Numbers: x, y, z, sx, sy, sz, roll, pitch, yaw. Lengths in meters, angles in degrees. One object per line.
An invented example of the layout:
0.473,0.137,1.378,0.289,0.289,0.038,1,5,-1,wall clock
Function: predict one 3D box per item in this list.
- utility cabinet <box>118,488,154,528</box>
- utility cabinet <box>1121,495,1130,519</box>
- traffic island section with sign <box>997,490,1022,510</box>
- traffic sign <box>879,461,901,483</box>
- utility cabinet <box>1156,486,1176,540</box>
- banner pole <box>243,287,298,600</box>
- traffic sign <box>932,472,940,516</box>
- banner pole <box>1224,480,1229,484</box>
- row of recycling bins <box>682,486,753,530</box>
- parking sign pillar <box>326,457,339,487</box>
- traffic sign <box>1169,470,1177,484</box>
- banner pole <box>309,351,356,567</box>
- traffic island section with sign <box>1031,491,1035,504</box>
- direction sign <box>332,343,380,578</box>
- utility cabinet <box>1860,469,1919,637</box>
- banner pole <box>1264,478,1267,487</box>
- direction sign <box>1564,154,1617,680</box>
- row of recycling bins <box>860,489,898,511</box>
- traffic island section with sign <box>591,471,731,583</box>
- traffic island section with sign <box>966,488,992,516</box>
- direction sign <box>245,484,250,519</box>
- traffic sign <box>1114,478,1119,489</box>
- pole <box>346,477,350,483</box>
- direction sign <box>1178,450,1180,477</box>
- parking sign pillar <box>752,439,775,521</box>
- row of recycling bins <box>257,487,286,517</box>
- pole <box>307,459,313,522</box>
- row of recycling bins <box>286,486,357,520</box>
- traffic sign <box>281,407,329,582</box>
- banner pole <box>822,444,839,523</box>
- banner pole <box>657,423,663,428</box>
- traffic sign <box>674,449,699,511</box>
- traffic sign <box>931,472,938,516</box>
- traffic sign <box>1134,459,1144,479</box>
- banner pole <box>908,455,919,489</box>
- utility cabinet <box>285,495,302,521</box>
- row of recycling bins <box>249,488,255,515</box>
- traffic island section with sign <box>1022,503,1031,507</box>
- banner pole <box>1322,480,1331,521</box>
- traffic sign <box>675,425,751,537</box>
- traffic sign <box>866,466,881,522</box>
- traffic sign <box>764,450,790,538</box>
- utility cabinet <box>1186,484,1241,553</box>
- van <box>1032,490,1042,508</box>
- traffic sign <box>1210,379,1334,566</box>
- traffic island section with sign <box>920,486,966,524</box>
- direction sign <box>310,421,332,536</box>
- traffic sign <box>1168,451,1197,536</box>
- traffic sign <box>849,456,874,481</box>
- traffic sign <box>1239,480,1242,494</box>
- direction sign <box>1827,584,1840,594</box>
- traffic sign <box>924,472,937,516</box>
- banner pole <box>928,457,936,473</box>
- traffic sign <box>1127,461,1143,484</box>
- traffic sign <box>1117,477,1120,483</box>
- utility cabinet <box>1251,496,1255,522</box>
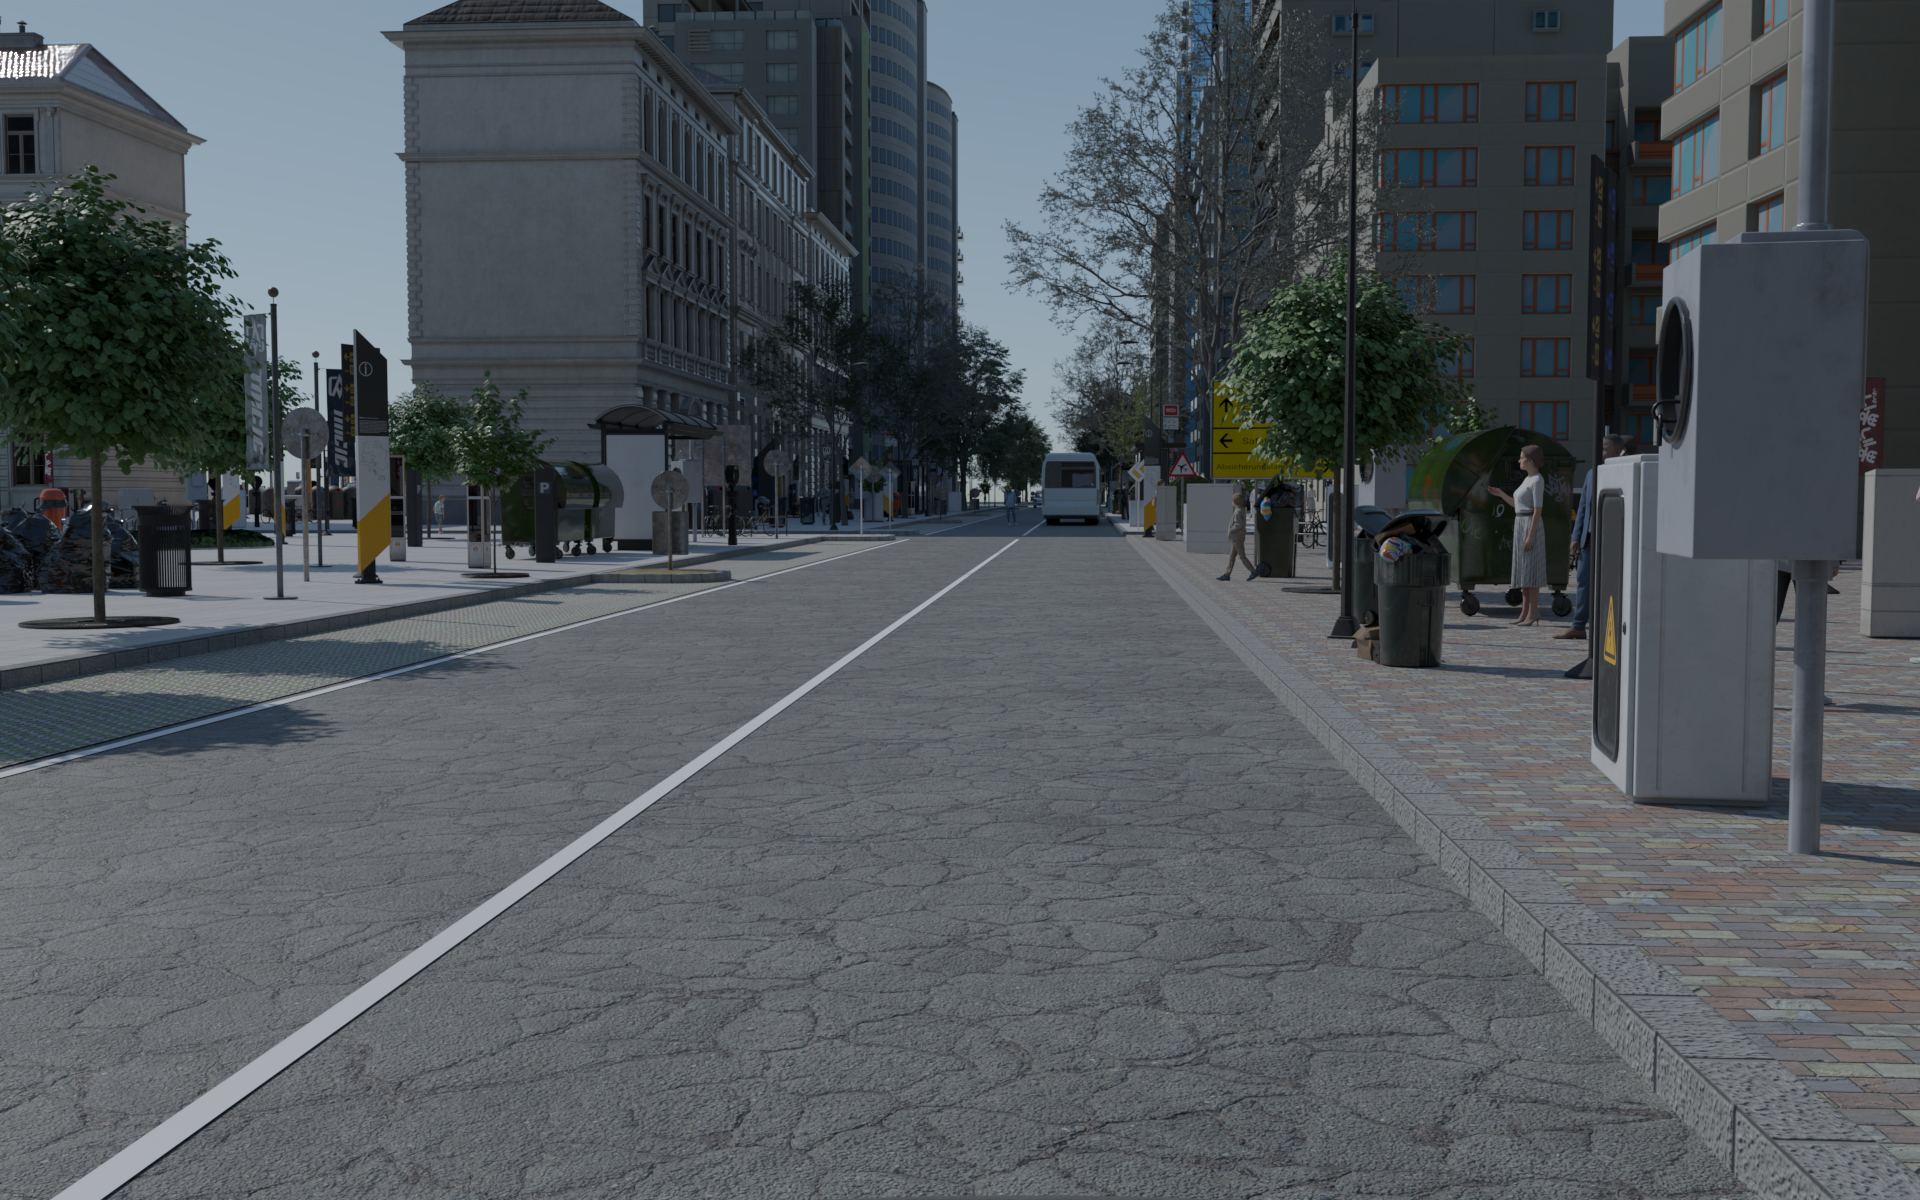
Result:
-30.267,-3.362,63.641,1.173,1.500,0.318,0,4,-2,utility cabinet
8.688,-4.733,88.552,1.020,1.237,0.306,-3,5,-42,utility cabinet
4.442,-9.238,159.662,1.989,1.847,2.006,0,4,4,traffic island section with sign
-2.492,-3.621,61.401,0.795,2.593,0.064,0,4,4,traffic sign
5.692,-2.399,47.906,0.318,1.500,1.173,1,4,20,utility cabinet
-8.486,-1.905,21.164,0.863,3.779,0.401,2,4,35,banner pole
-1.578,-6.222,101.843,0.768,2.556,0.104,0,4,6,traffic sign
18.056,-7.854,118.433,0.863,3.779,0.401,3,4,38,banner pole
-9.250,-3.430,63.193,3.534,1.692,1.069,-2,4,-34,row of recycling bins
-32.407,-6.171,89.361,1.447,3.967,1.447,-2,4,-34,parking sign pillar
10.882,-5.505,90.108,0.768,2.556,0.104,0,4,4,traffic sign
-11.040,-2.473,30.446,0.863,3.779,0.401,-2,4,-26,banner pole
10.278,-14.287,242.217,1.989,1.847,2.006,0,4,4,traffic island section with sign
-9.139,-2.112,26.521,0.379,3.537,0.876,1,4,20,direction sign
8.676,-0.408,15.349,1.173,1.500,0.318,1,4,12,utility cabinet
13.405,-5.168,74.511,0.863,3.779,0.401,1,4,15,banner pole
4.428,-1.224,12.010,0.379,3.537,0.876,2,4,29,direction sign
-5.807,-7.259,125.801,3.534,1.692,1.069,2,4,33,row of recycling bins
-4.846,-1.217,28.531,1.989,1.847,2.006,0,4,4,traffic island section with sign
1.012,-6.274,111.206,1.989,1.847,2.006,0,4,4,traffic island section with sign
-37.281,-6.015,90.346,0.379,3.537,0.876,-3,5,-40,direction sign
12.371,-8.243,134.880,0.768,2.556,0.104,1,4,10,traffic sign
-36.999,-6.784,104.759,0.158,3.312,0.155,0,3,0,pole
10.328,-5.494,81.818,0.379,3.537,0.876,0,4,6,direction sign
-9.553,-5.860,84.284,1.447,3.967,1.447,2,4,33,parking sign pillar
-37.920,-5.594,98.579,3.534,1.692,1.069,-3,5,-43,row of recycling bins
-29.821,-5.232,79.379,0.158,3.312,0.155,0,3,0,pole
-31.478,-4.830,86.077,1.069,1.692,3.534,2,4,33,row of recycling bins
-9.582,-1.542,25.325,0.768,2.556,0.104,1,4,10,traffic sign
-5.748,-5.285,76.429,0.863,3.779,0.401,-3,4,-36,banner pole
-8.975,-3.796,52.082,0.401,3.779,0.863,3,4,38,banner pole
-7.769,-2.998,49.119,0.768,2.556,0.104,1,4,11,traffic sign
-1.676,-6.202,101.506,0.768,2.556,0.104,1,4,11,traffic sign
5.715,-3.095,52.797,0.795,2.593,0.064,0,4,4,traffic sign
-2.801,-6.900,102.825,0.863,3.779,0.401,-1,4,-10,banner pole
-31.190,-4.283,81.195,1.020,1.237,0.306,-1,4,-20,utility cabinet
-44.615,-6.209,108.627,3.534,1.692,1.069,0,4,3,row of recycling bins
6.380,-10.919,187.156,1.989,1.847,2.006,0,4,4,traffic island section with sign
16.603,-5.415,78.544,0.401,3.779,0.863,-1,4,-19,banner pole
-7.300,-3.505,51.176,2.265,3.308,0.079,0,4,5,traffic sign
-3.929,-4.770,78.089,0.768,2.556,0.104,1,4,8,traffic sign
-5.295,-3.051,49.985,0.768,2.556,0.104,1,4,9,traffic sign
5.459,-1.749,37.281,1.173,1.500,0.318,3,5,41,utility cabinet
8.502,-10.592,180.184,2.013,2.044,4.112,0,4,5,van
5.557,-2.243,30.540,2.265,3.308,0.079,1,4,10,traffic sign
-0.901,-4.629,84.319,1.989,1.847,2.006,0,4,4,traffic island section with sign
-19.570,-3.753,53.365,0.876,3.537,0.379,-3,5,-40,direction sign
6.732,-3.207,52.436,0.884,2.594,0.081,1,4,10,traffic sign
-3.056,-3.134,53.436,0.795,2.593,0.064,0,4,4,traffic sign
8.422,-3.176,52.032,0.768,2.556,0.104,0,4,7,traffic sign
11.153,-1.851,22.262,0.876,3.537,0.379,-1,4,-22,direction sign
-1.741,-6.184,101.221,0.768,2.556,0.104,1,4,11,traffic sign
-1.907,-7.703,115.960,0.863,3.779,0.401,3,4,37,banner pole
6.279,-3.582,60.762,0.795,2.593,0.064,0,4,4,traffic sign
11.178,-7.276,119.069,0.768,2.556,0.104,0,4,6,traffic sign
13.863,-4.149,78.992,1.020,1.237,0.306,-1,4,-22,utility cabinet
